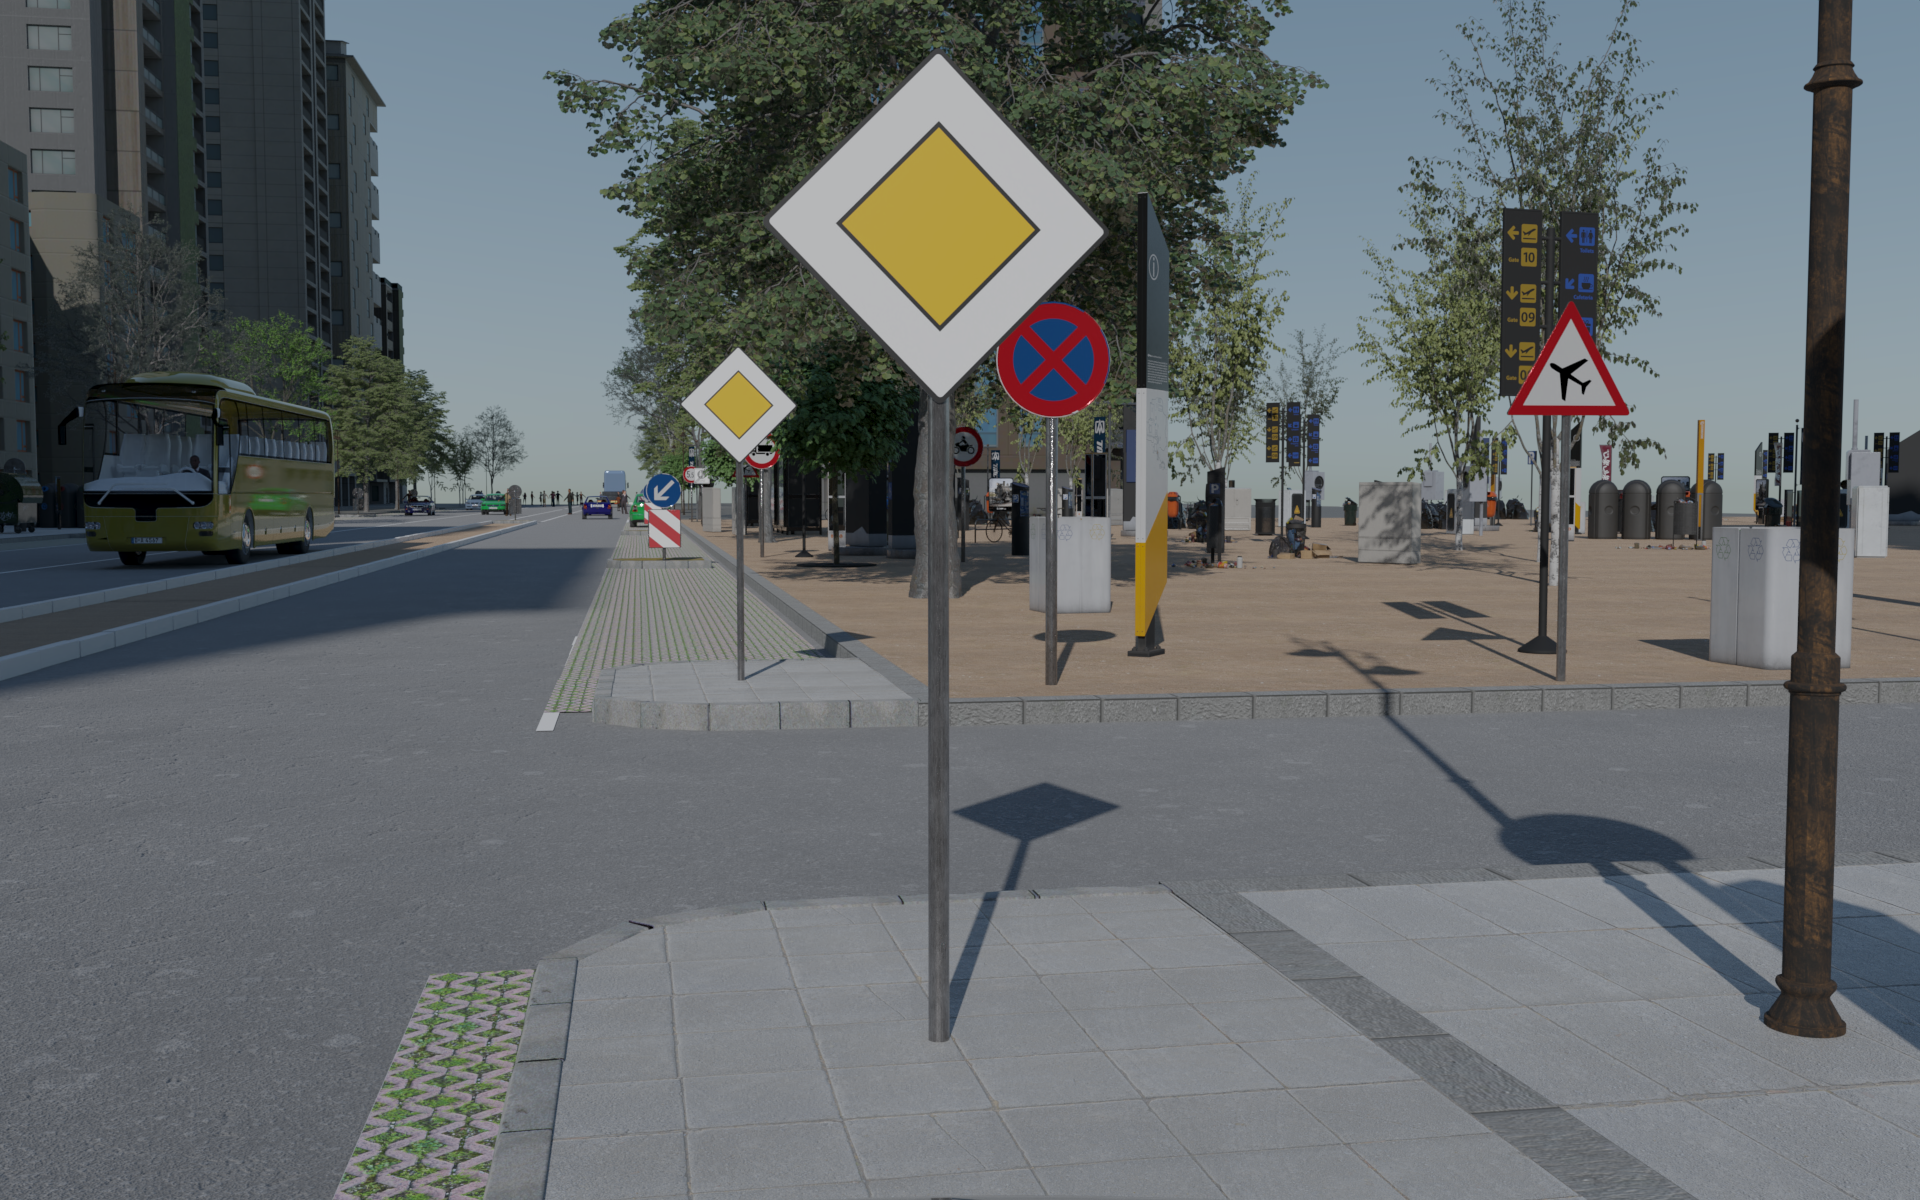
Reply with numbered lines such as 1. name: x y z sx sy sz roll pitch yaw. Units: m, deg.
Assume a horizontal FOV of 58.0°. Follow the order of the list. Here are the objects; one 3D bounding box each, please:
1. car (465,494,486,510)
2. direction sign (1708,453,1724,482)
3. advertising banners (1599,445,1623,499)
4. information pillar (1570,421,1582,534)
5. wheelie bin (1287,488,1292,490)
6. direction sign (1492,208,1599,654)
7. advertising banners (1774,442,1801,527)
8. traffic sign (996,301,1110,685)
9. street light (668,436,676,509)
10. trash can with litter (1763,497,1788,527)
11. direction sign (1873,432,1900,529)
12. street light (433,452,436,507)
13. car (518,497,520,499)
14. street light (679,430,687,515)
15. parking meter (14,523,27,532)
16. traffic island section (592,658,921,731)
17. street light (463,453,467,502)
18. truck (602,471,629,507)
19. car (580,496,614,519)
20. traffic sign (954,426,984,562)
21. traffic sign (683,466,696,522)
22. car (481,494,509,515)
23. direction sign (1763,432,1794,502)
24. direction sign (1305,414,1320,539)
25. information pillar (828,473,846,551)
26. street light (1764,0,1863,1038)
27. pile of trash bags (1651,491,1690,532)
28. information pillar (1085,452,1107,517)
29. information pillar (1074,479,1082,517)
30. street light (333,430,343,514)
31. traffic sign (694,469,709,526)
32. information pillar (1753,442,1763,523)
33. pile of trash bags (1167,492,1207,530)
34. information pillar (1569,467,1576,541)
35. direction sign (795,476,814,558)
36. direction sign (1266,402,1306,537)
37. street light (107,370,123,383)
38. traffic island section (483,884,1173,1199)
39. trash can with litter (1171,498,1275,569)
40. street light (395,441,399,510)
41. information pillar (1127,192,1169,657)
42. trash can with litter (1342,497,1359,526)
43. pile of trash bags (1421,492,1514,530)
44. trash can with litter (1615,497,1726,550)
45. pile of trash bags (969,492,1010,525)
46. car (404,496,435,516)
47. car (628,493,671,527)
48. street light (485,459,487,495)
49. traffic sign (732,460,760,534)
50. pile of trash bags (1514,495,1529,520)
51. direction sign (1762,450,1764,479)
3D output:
1. car: -42.763 -8.659 153.577 2.014 1.417 4.499 -1 4 -9
2. direction sign: 41.713 -6.339 95.637 0.379 3.537 0.876 -3 5 -43
3. advertising banners: 23.561 -3.995 61.500 2.074 3.025 0.090 -1 4 -15
4. information pillar: 19.585 -3.907 55.227 0.183 3.616 0.504 -3 5 -45
5. wheelie bin: 16.125 -4.715 85.005 0.693 1.594 0.980 2 4 25
6. direction sign: 4.718 -1.341 13.928 0.876 3.537 0.379 -1 4 -17
7. advertising banners: 28.262 -3.842 59.011 2.074 3.025 0.090 -2 4 -34
8. traffic sign: 0.613 -0.701 11.568 0.768 2.556 0.104 0 4 -7
9. street light: -22.025 -9.825 133.419 0.468 5.910 1.993 -1 4 -10
10. trash can with litter: 26.572 -2.742 56.221 0.624 1.170 1.055 -1 4 -9
11. direction sign: 33.958 -4.377 63.554 0.379 3.537 0.876 -3 5 -44
12. street light: -50.207 -11.785 165.471 0.468 5.910 1.993 -1 4 -10
13. car: -50.137 -11.266 193.233 2.155 1.783 4.494 -1 4 -11
14. street light: -16.892 -8.137 105.827 0.468 5.910 1.993 -1 4 -10
15. parking meter: -32.058 -3.097 59.040 0.372 1.533 0.369 0 3 0
16. traffic island section: -1.488 0.632 11.942 2.009 0.180 2.903 -1 4 -10
17. street light: -55.191 -13.474 193.090 0.468 5.910 1.993 -1 4 -10
18. truck: -38.517 -12.365 191.918 2.967 4.110 18.799 -1 4 -9
19. car: -20.800 -5.305 99.312 1.945 1.354 3.894 -1 4 -12
20. traffic sign: 0.061 -1.984 32.552 0.768 2.556 0.104 0 4 -4
21. traffic sign: -12.260 -4.833 79.127 0.768 2.556 0.104 0 4 -6
22. car: -32.324 -6.844 120.699 1.959 1.807 4.718 -1 4 -10
23. direction sign: 30.207 -4.391 63.793 0.876 3.537 0.379 1 4 13
24. direction sign: 9.751 -3.495 49.142 0.876 3.537 0.379 0 4 -2
25. information pillar: -2.769 -2.110 38.986 0.304 2.012 0.304 -3 5 -41
26. street light: 2.033 -1.908 3.989 0.468 5.910 1.993 -1 4 -10
27. pile of trash bags: 23.501 -3.004 58.863 1.912 1.369 3.447 -2 4 -31
28. information pillar: 2.410 -1.606 30.745 0.304 2.012 0.304 -1 4 -22
29. information pillar: 5.601 -4.738 81.964 0.304 2.012 0.304 -1 4 -14
30. street light: -40.288 -8.525 112.177 0.468 5.910 1.993 -1 4 -10
31. traffic sign: -10.232 -4.071 68.695 0.606 2.300 0.079 0 4 -5
32. information pillar: 35.788 -5.280 77.676 0.504 3.616 0.183 -2 4 -35
33. pile of trash bags: 8.208 -3.289 63.522 1.912 1.369 3.447 1 4 22
34. information pillar: 16.471 -2.597 46.949 0.304 2.012 0.304 0 4 -7
35. direction sign: -3.167 -2.636 35.091 0.379 3.537 0.876 1 4 13
36. direction sign: 7.965 -3.105 42.762 0.876 3.537 0.379 2 4 31
37. street light: -31.333 -5.603 64.399 0.468 5.910 1.993 -1 4 -10
38. traffic island section: -0.031 1.113 4.091 2.009 0.180 2.903 -1 4 -10
39. trash can with litter: 4.543 -1.197 30.631 1.678 1.210 2.233 0 4 -5
40. street light: -45.407 -10.218 139.859 0.468 5.910 1.993 -1 4 -10
41. information pillar: 1.521 -1.369 13.744 0.183 3.616 0.504 2 4 28
42. trash can with litter: 16.015 -3.585 69.995 1.055 1.170 0.624 0 4 3
43. pile of trash bags: 18.012 -3.264 63.125 1.912 1.369 3.447 -3 5 -43
44. trash can with litter: 16.512 -1.795 40.409 2.233 1.210 1.678 2 4 27
45. pile of trash bags: 1.222 -3.907 73.638 1.912 1.369 3.447 0 4 3
46. car: -36.105 -6.311 115.764 1.945 1.354 3.894 -1 4 -12
47. car: -13.434 -4.066 75.277 1.959 1.807 4.718 -1 4 -10
48. street light: -60.354 -15.165 220.737 0.468 5.910 1.993 -1 4 -10
49. traffic sign: -6.812 -3.366 55.045 0.884 2.594 0.081 0 4 -6
50. pile of trash bags: 28.351 -4.769 87.719 3.447 1.369 1.912 1 4 13
51. direction sign: 40.963 -5.906 88.563 0.876 3.537 0.379 -2 4 -29
